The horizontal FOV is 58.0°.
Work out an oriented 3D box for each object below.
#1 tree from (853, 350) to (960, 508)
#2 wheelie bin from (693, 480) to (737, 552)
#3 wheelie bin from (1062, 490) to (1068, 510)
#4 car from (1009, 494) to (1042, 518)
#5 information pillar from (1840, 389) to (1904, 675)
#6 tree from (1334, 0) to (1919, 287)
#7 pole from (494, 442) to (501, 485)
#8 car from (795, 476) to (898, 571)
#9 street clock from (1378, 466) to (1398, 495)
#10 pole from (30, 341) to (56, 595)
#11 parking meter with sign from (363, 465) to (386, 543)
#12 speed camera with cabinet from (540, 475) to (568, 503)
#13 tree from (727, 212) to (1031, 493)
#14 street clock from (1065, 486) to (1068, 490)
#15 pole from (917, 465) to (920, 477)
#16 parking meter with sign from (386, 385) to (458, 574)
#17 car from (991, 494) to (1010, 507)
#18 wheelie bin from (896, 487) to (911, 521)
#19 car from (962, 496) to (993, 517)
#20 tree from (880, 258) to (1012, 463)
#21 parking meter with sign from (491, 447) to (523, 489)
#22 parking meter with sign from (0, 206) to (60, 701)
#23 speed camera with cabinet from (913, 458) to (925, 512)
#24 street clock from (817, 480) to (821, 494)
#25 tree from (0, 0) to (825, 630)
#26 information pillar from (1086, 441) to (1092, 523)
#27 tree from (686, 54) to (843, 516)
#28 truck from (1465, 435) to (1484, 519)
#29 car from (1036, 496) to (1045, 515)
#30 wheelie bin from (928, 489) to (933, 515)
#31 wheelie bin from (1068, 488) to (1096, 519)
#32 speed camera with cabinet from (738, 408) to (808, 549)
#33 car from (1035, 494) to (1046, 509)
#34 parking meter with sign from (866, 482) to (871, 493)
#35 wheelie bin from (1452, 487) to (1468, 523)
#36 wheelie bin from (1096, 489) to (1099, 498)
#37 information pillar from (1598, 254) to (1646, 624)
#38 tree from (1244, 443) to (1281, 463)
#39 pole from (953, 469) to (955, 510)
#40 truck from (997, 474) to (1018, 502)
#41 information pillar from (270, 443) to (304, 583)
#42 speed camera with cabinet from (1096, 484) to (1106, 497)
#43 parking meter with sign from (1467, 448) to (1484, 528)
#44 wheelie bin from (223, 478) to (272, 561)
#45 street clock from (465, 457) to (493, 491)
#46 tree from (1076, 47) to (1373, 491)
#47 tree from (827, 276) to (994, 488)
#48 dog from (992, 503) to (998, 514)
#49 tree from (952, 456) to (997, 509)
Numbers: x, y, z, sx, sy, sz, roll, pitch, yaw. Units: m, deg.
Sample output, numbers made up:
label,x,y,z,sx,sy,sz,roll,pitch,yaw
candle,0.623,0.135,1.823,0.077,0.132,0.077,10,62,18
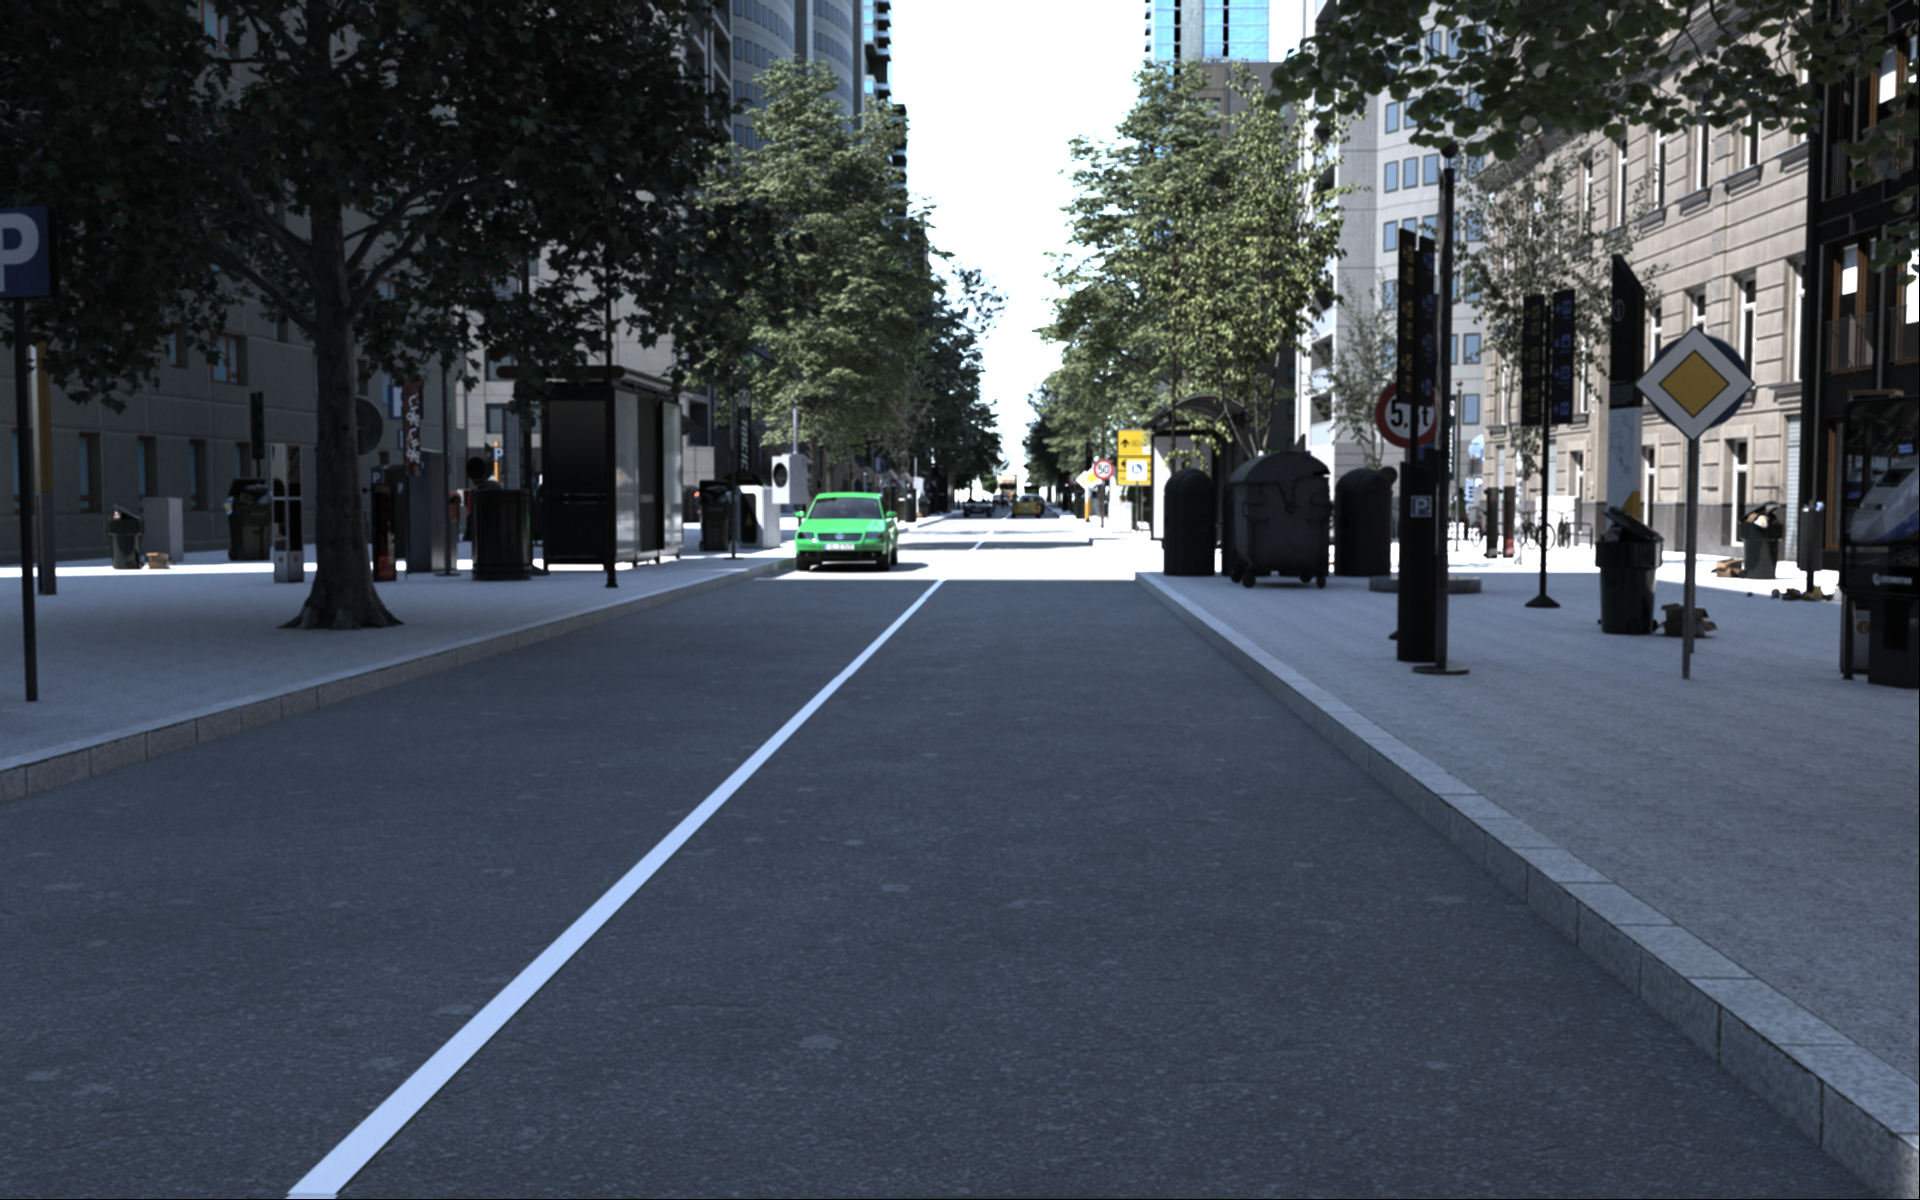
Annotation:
label,x,y,z,sx,sy,sz,roll,pitch,yaw
tree,-2.970,-8.226,84.858,4.360,8.622,3.978,0,3,0
wheelie bin,-5.478,-1.892,38.841,0.980,1.594,0.693,-1,4,-13
wheelie bin,8.430,-7.823,135.808,0.980,1.594,0.693,3,5,42
car,3.935,-5.703,103.463,2.015,1.641,3.980,0,4,1
information pillar,6.506,-0.481,12.364,0.304,2.012,0.304,3,4,39
tree,3.709,-5.375,6.014,7.486,12.596,7.792,0,3,0
pole,-17.991,-4.500,67.412,0.158,3.312,0.155,0,3,0
car,-2.164,-1.522,33.689,1.959,1.807,4.718,0,4,1
street clock,11.145,-2.485,45.204,0.471,2.002,0.358,0,4,-3
pole,-11.649,-1.722,22.000,0.158,3.312,0.155,0,3,0
parking meter with sign,-15.163,-3.021,45.659,0.543,3.016,1.738,2,4,26
speed camera with cabinet,-19.287,-5.375,82.225,0.660,3.252,2.038,-3,4,-36
tree,-4.520,-8.294,61.360,9.928,11.665,9.643,0,3,0
street clock,9.170,-8.727,147.254,0.471,2.002,0.358,-1,4,-12
pole,-2.903,-7.847,122.135,0.158,3.312,0.155,0,3,0
parking meter with sign,-8.792,-1.973,28.522,0.543,3.016,1.738,0,4,4
car,4.662,-11.512,197.254,2.155,1.783,4.494,0,4,3
wheelie bin,-2.596,-4.550,82.297,0.980,1.594,0.693,2,4,32
car,1.135,-5.870,108.554,1.945,1.354,3.894,0,4,3
tree,-2.975,-16.749,129.739,12.611,20.169,13.585,0,3,0
parking meter with sign,-16.368,-4.105,63.370,1.738,3.016,0.543,3,4,38
parking meter with sign,-5.976,-0.831,9.851,0.543,3.016,1.738,1,4,16
speed camera with cabinet,-2.273,-6.058,93.384,0.660,3.252,2.038,0,4,6
street clock,-7.561,-5.286,90.997,0.471,2.002,0.358,-1,4,-16
tree,-6.108,-6.081,16.429,9.611,12.733,9.660,0,3,0
information pillar,5.745,-5.253,77.235,0.183,3.616,0.504,2,4,32
tree,-3.975,-7.815,45.898,7.486,12.596,7.792,0,3,0
truck,29.287,-4.870,69.381,18.799,4.110,2.967,0,4,4
car,5.059,-6.722,122.483,1.945,1.354,3.894,0,4,1
wheelie bin,-2.137,-6.014,106.243,0.980,1.594,0.693,1,4,11
wheelie bin,6.227,-4.905,88.110,0.980,1.594,0.693,1,4,22
speed camera with cabinet,-4.392,-2.822,40.476,0.660,3.252,2.038,-3,5,-42
car,7.409,-9.578,168.599,2.014,1.417,4.499,0,4,2
parking meter with sign,-5.728,-7.080,112.012,0.543,3.016,1.738,3,4,37
wheelie bin,22.466,-4.265,77.645,0.693,1.594,0.980,2,4,27
wheelie bin,9.301,-6.641,116.483,0.693,1.594,0.980,1,4,16
information pillar,6.428,-1.554,16.762,0.183,3.616,0.504,-1,4,-9
tree,19.222,-7.625,108.374,4.285,4.588,4.351,0,3,0
pole,-0.477,-8.940,140.008,0.158,3.312,0.155,0,3,0
truck,6.733,-15.471,241.859,2.839,4.237,11.283,0,4,3
information pillar,-9.749,-1.261,25.112,0.304,2.012,0.304,2,4,25
speed camera with cabinet,9.610,-8.067,126.237,2.038,3.252,0.660,1,4,9
parking meter with sign,19.638,-4.225,65.341,0.543,3.016,1.738,2,4,34
wheelie bin,-13.669,-1.562,33.442,0.693,1.594,0.980,3,4,38
street clock,-9.291,-1.770,33.516,0.471,2.002,0.358,1,4,17
tree,4.896,-4.807,28.961,4.737,8.622,4.395,0,3,0
tree,-2.838,-11.869,100.720,9.857,13.997,8.962,0,3,0
dog,2.247,-6.459,122.443,0.513,0.831,0.800,-2,4,-30
tree,-0.111,-9.872,145.118,4.285,4.588,4.351,0,3,0
